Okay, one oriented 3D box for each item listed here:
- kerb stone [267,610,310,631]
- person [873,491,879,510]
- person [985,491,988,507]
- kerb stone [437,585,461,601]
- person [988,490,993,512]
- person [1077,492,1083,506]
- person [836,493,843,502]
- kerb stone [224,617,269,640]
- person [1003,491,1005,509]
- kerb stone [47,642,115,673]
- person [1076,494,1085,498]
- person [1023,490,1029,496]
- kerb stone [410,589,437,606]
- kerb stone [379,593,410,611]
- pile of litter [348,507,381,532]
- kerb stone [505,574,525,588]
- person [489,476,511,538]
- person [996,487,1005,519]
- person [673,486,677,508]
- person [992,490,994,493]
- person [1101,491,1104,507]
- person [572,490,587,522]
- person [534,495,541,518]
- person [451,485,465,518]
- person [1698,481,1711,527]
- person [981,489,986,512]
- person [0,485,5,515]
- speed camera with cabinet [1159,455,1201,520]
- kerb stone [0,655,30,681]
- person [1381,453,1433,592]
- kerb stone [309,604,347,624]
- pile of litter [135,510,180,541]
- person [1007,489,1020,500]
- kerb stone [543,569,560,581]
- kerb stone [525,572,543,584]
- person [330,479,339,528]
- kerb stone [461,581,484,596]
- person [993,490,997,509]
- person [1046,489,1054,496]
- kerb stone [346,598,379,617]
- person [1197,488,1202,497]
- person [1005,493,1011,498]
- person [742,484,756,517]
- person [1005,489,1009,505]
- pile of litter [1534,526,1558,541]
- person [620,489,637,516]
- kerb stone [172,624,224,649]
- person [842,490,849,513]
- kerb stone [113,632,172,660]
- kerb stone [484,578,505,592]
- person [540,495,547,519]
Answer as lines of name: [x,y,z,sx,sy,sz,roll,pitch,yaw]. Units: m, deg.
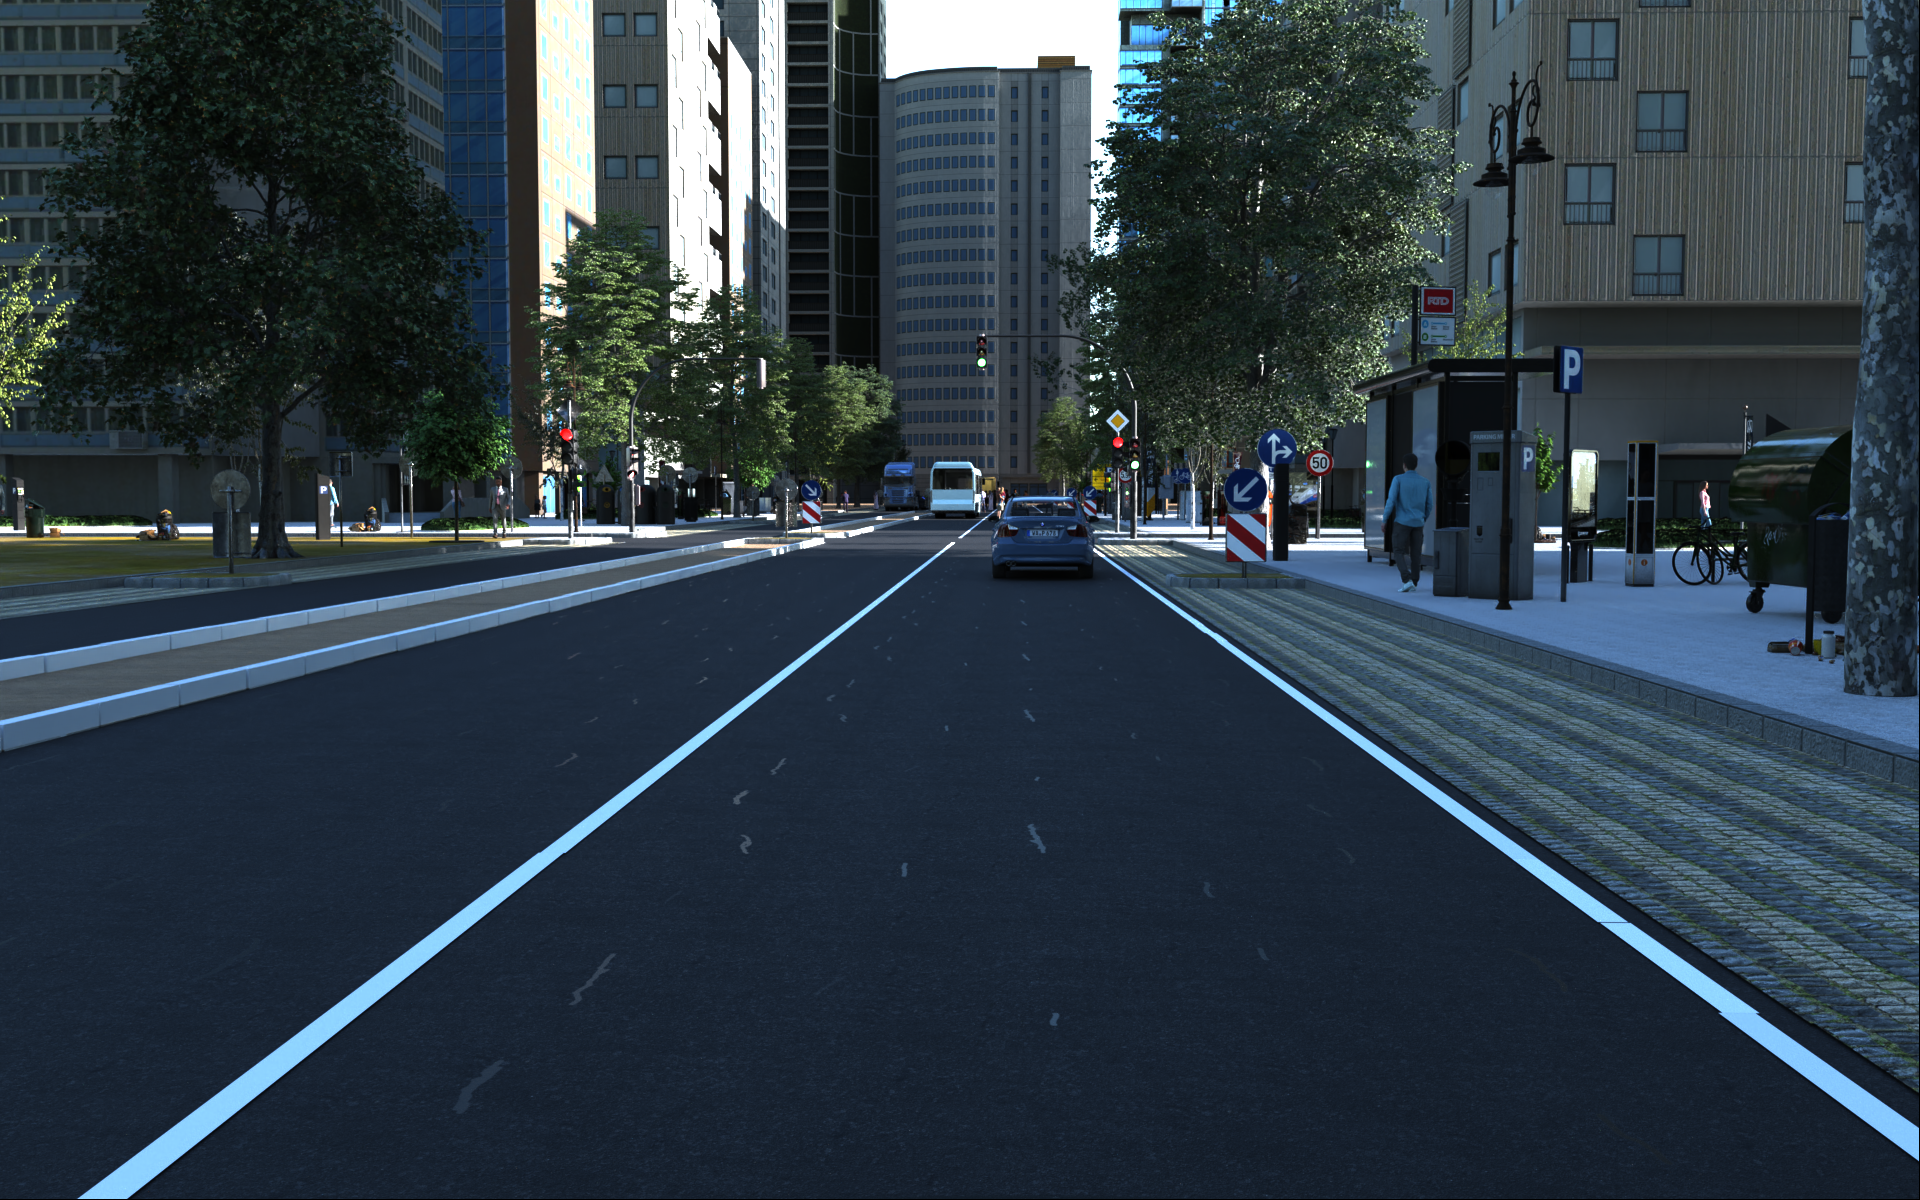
kerb stone: [-7.196,0.232,18.401,0.120,0.150,1.000,0,4,2]
person: [-7.440,-8.777,152.667,0.621,1.740,0.551,-2,4,-27]
person: [2.785,-10.997,188.318,0.705,1.823,1.348,1,4,18]
kerb stone: [-7.027,-0.076,23.519,0.120,0.150,1.000,0,4,2]
person: [2.485,-8.089,141.426,0.551,1.740,0.621,3,4,37]
person: [12.205,-10.405,176.299,1.348,1.807,0.705,0,4,-6]
person: [-11.301,-9.383,162.685,0.697,1.427,0.421,1,4,15]
kerb stone: [-7.232,0.299,17.375,0.120,0.150,1.000,0,4,2]
person: [4.046,-8.986,156.216,0.445,1.727,0.742,-1,4,-22]
kerb stone: [-7.317,0.486,14.301,0.120,0.150,1.000,0,4,2]
person: [14.845,-12.574,214.015,1.348,1.831,0.705,-1,4,-12]
person: [5.101,-7.789,136.680,1.217,1.723,0.721,-3,5,-42]
kerb stone: [-7.059,-0.017,22.496,0.120,0.150,1.000,0,4,2]
kerb stone: [-7.090,0.045,21.474,0.120,0.150,1.000,0,4,2]
pile of litter: [-20.465,-2.777,59.368,1.176,0.858,1.719,1,4,10]
kerb stone: [-6.926,-0.269,26.596,0.120,0.150,1.000,0,4,2]
person: [-13.309,-2.677,50.086,0.678,1.792,0.850,0,4,-4]
person: [2.224,-5.332,95.653,0.580,1.828,0.573,2,4,25]
person: [-17.226,-5.939,103.490,0.624,1.780,0.694,-3,5,-43]
person: [3.449,-10.372,178.014,0.705,1.831,1.348,1,4,20]
person: [14.484,-10.344,175.887,0.721,1.743,1.217,3,5,41]
person: [-17.807,-4.565,80.646,0.822,1.834,0.622,2,4,27]
person: [-22.474,-4.976,92.065,0.362,1.253,0.373,0,4,2]
person: [-21.174,-4.056,72.950,0.593,1.750,0.643,0,4,5]
person: [22.159,-2.631,51.523,0.388,1.821,0.555,1,4,16]
person: [1.679,-7.775,135.492,0.709,1.838,0.599,-2,4,-34]
person: [-24.989,-2.356,44.668,0.635,1.810,0.391,-3,5,-41]
speed camera with cabinet: [10.866,-5.581,85.592,2.038,3.252,0.660,0,4,-2]
kerb stone: [-7.363,0.545,13.280,0.120,0.150,1.000,0,4,2]
person: [5.909,-1.023,22.781,0.660,1.820,0.620,-1,4,-14]
kerb stone: [-7.161,0.169,19.427,0.120,0.150,1.000,0,4,2]
pile of litter: [-22.417,-2.094,48.209,1.176,0.858,1.719,1,4,11]
person: [4.411,-7.974,138.503,1.348,1.869,0.705,0,4,-5]
kerb stone: [-6.857,-0.394,28.641,0.120,0.150,1.000,0,4,2]
kerb stone: [-6.892,-0.332,27.618,0.120,0.150,1.000,0,4,2]
person: [-23.495,-3.579,64.427,0.638,1.841,0.748,3,5,43]
kerb stone: [-6.999,-0.144,24.546,0.120,0.150,1.000,0,4,2]
person: [3.314,-9.459,163.173,0.705,1.821,1.348,-3,4,-37]
person: [5.923,-6.492,115.047,0.661,1.777,0.834,-2,4,-34]
kerb stone: [-7.131,0.107,20.449,0.120,0.150,1.000,0,4,2]
person: [19.901,-8.455,144.247,0.705,1.831,1.348,-1,4,-21]
person: [4.009,-8.518,147.849,0.705,1.814,1.350,2,4,34]
person: [-11.687,-5.534,96.484,0.822,1.834,0.622,1,4,15]
person: [3.885,-8.415,146.054,0.705,1.831,1.348,1,4,20]
pile of litter: [15.855,-2.103,48.357,1.176,0.858,1.719,-2,4,-25]
person: [-13.639,-3.986,71.320,0.694,1.812,0.767,0,4,-3]
kerb stone: [-7.262,0.357,16.353,0.120,0.150,1.000,0,4,2]
person: [-8.887,-7.656,134.587,0.541,1.710,0.530,-1,4,-9]
kerb stone: [-7.296,0.420,15.325,0.120,0.150,1.000,0,4,2]
kerb stone: [-6.963,-0.207,25.575,0.120,0.150,1.000,0,4,2]
person: [-21.853,-4.882,90.875,0.382,1.210,0.505,0,4,-8]
